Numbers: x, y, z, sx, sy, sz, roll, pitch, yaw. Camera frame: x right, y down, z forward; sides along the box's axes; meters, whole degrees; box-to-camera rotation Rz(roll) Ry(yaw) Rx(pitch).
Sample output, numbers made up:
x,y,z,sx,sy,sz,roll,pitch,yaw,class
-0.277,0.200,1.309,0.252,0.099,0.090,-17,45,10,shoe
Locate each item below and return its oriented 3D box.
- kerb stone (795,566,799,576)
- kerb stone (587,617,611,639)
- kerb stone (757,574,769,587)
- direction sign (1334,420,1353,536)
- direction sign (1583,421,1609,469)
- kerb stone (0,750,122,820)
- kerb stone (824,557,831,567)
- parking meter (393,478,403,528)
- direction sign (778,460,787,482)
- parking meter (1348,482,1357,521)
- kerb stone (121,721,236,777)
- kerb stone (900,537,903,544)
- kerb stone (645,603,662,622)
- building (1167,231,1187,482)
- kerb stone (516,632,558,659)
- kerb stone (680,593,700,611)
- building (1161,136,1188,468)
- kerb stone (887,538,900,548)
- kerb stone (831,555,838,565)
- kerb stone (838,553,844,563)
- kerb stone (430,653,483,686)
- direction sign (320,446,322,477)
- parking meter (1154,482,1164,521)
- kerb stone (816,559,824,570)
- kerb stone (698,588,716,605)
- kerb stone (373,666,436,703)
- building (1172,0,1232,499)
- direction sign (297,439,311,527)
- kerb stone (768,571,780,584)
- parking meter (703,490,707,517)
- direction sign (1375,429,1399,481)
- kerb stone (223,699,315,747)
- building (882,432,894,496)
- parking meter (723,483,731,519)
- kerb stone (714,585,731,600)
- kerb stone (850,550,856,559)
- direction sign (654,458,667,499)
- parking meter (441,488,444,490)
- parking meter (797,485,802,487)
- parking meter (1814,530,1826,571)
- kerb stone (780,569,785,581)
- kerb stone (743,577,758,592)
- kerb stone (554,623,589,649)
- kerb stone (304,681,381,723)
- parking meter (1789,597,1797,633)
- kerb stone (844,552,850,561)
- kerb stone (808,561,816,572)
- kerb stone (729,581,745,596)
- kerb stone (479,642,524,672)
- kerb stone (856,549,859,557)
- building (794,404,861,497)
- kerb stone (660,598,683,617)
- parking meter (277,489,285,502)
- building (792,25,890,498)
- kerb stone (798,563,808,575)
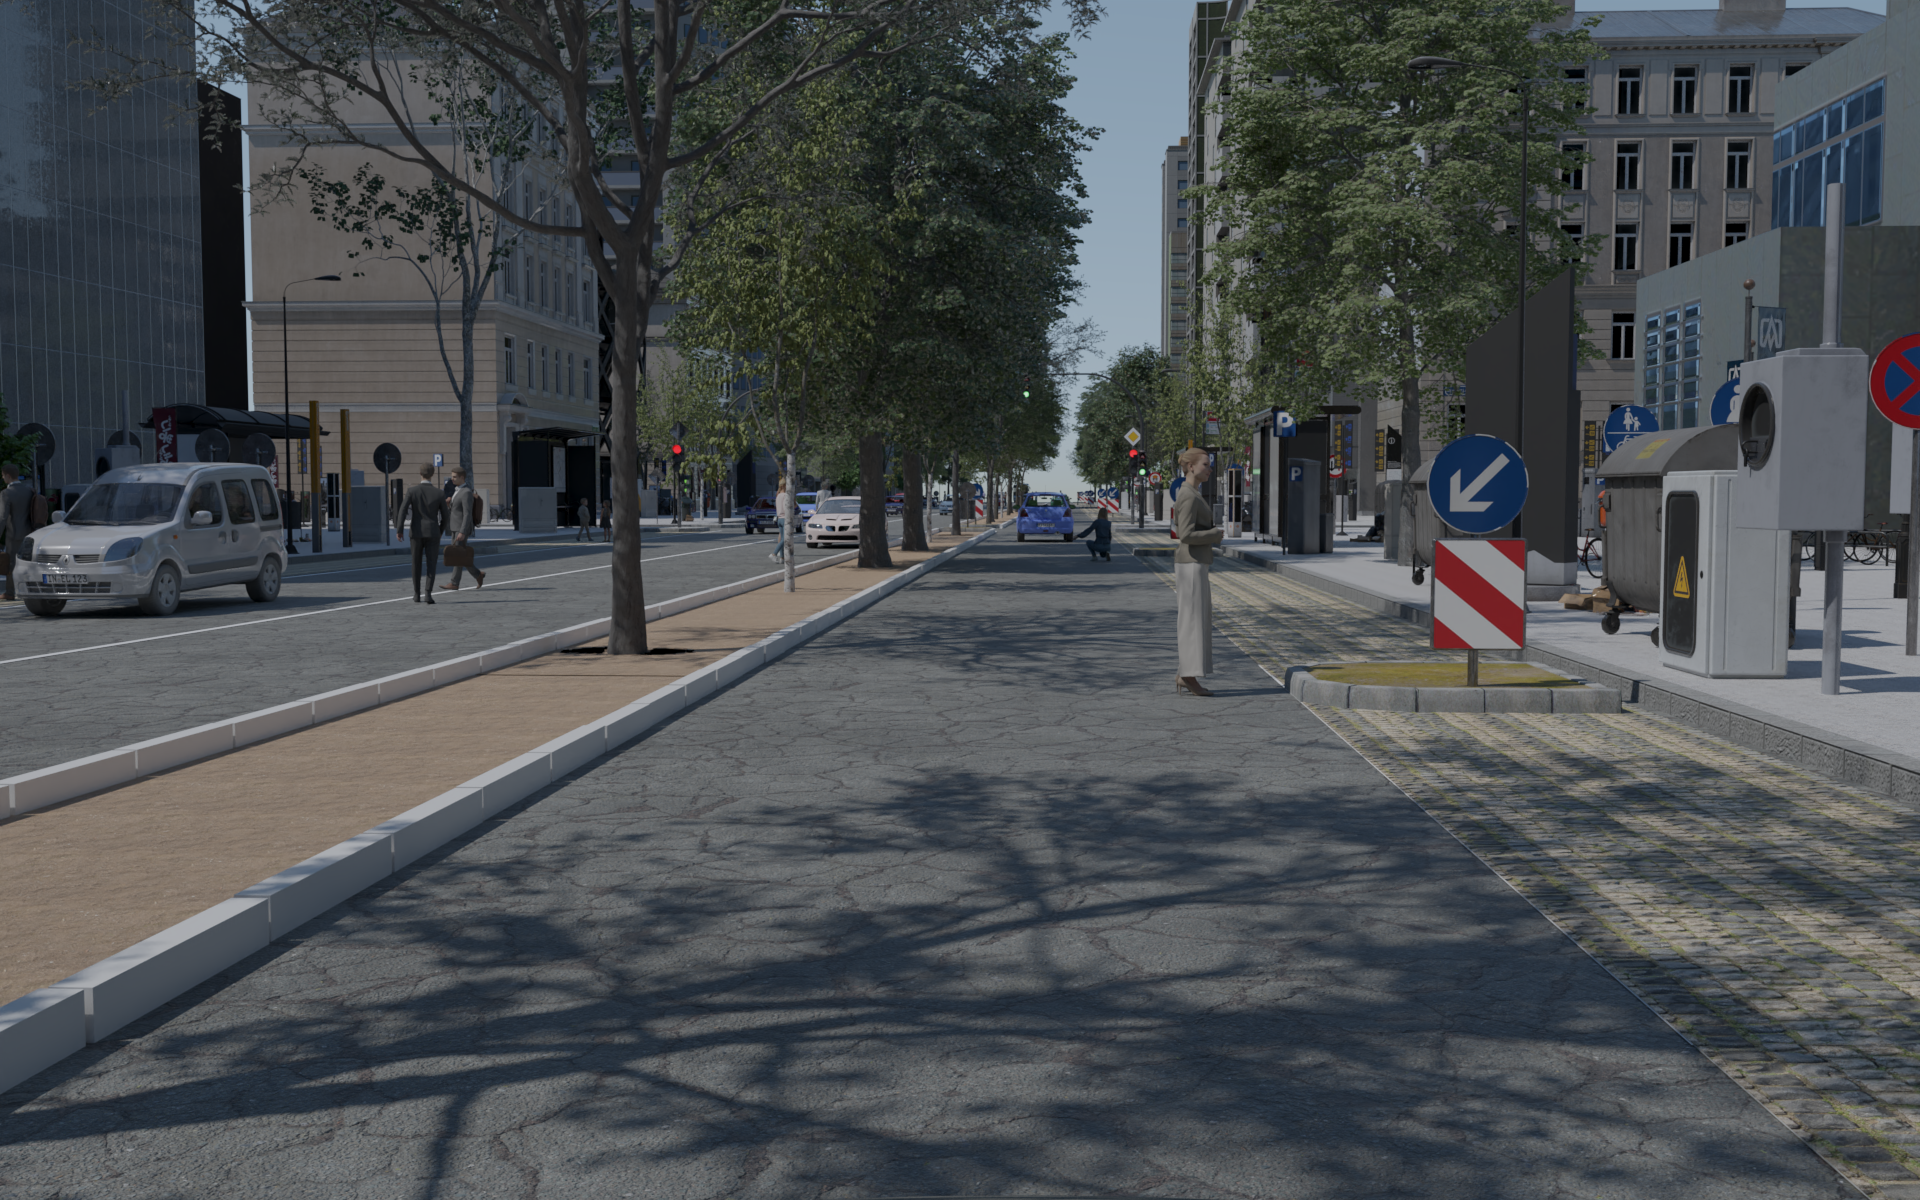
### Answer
x,y,z,sx,sy,sz,roll,pitch,yaw,class
-2.932,-0.455,29.669,0.120,0.150,1.000,0,4,3,kerb stone
-3.663,0.295,17.377,0.120,0.150,1.000,0,4,3,kerb stone
-3.117,-0.269,26.588,0.120,0.150,1.000,0,4,3,kerb stone
11.802,-3.755,53.386,0.379,3.537,0.876,-2,4,-24,direction sign
19.788,-3.774,53.700,0.876,3.537,0.379,1,4,18,direction sign
-4.214,0.858,8.170,0.120,0.150,1.000,0,4,3,kerb stone
-2.687,-0.707,33.761,0.120,0.150,1.000,0,4,3,kerb stone
-21.104,-3.629,65.052,0.255,1.863,0.399,-3,5,-41,parking meter
-11.856,-7.572,115.804,0.379,3.537,0.876,-3,5,-45,direction sign
18.790,-4.719,82.861,0.399,1.863,0.255,-3,5,-40,parking meter
-4.159,0.795,9.198,0.120,0.150,1.000,0,4,3,kerb stone
-1.778,-1.646,49.107,0.120,0.150,1.000,0,4,3,kerb stone
-3.551,0.169,19.426,0.120,0.150,1.000,0,4,3,kerb stone
39.392,-35.861,269.925,14.154,41.232,14.086,0,4,3,building
-3.785,0.420,15.326,0.120,0.150,1.000,0,4,3,kerb stone
-3.417,0.044,21.470,0.120,0.150,1.000,0,4,3,kerb stone
44.256,-45.795,290.746,21.231,58.520,28.212,0,4,3,building
-1.845,-1.584,48.087,0.120,0.150,1.000,0,4,3,kerb stone
-2.631,-0.770,34.791,0.120,0.150,1.000,0,4,3,kerb stone
-2.568,-0.833,35.814,0.120,0.150,1.000,0,4,3,kerb stone
-3.908,0.551,13.284,0.120,0.150,1.000,0,4,3,kerb stone
-30.192,-5.461,81.278,0.876,3.537,0.379,2,4,35,direction sign
9.512,-4.714,82.792,0.255,1.863,0.399,-3,5,-41,parking meter
-2.745,-0.641,32.730,0.120,0.150,1.000,0,4,3,kerb stone
-3.361,-0.018,22.495,0.120,0.150,1.000,0,4,3,kerb stone
-3.968,0.610,12.261,0.120,0.150,1.000,0,4,3,kerb stone
41.758,-49.741,251.524,20.563,71.187,20.611,0,4,3,building
-25.461,-4.593,67.086,0.379,3.537,0.876,-3,5,-42,direction sign
-3.057,-0.331,27.615,0.120,0.150,1.000,0,4,3,kerb stone
-14.487,-5.481,98.022,0.372,1.533,0.369,0,3,0,parking meter
14.894,-4.190,60.496,0.876,3.537,0.379,3,4,37,direction sign
-4.096,0.735,10.218,0.120,0.150,1.000,0,4,3,kerb stone
-18.561,-38.971,287.293,14.600,45.320,14.200,0,4,3,building
-12.232,-5.213,90.940,0.399,1.863,0.255,-3,5,-40,parking meter
-3.299,-0.081,23.515,0.120,0.150,1.000,0,4,3,kerb stone
-2.454,-0.954,37.855,0.120,0.150,1.000,0,4,3,kerb stone
-18.837,-7.150,108.899,0.876,3.537,0.379,-3,5,-40,direction sign
-19.362,-3.476,65.237,0.372,1.533,0.369,0,3,0,parking meter
-10.651,-6.644,114.342,0.255,1.863,0.399,2,4,30,parking meter
14.501,-1.420,28.926,0.399,1.863,0.255,0,4,1,parking meter
-2.993,-0.394,28.636,0.120,0.150,1.000,0,4,3,kerb stone
-3.170,-0.204,25.560,0.120,0.150,1.000,0,4,3,kerb stone
-3.719,0.358,16.346,0.120,0.150,1.000,0,4,3,kerb stone
-4.032,0.670,11.241,0.120,0.150,1.000,0,4,3,kerb stone
7.382,-0.445,15.684,0.372,1.533,0.369,0,3,0,parking meter
-2.504,-0.895,36.834,0.120,0.150,1.000,0,4,3,kerb stone
-2.813,-0.582,31.710,0.120,0.150,1.000,0,4,3,kerb stone
-3.235,-0.140,24.539,0.120,0.150,1.000,0,4,3,kerb stone
-3.842,0.489,14.306,0.120,0.150,1.000,0,4,3,kerb stone
-2.386,-1.021,38.883,0.120,0.150,1.000,0,4,3,kerb stone
-20.127,-29.379,252.039,14.160,30.474,14.107,0,4,3,building
-3.475,0.107,20.446,0.120,0.150,1.000,0,4,3,kerb stone
-32.174,-4.507,82.096,0.372,1.533,0.369,0,3,0,parking meter
-21.571,-50.809,268.984,20.563,71.187,20.611,0,4,3,building
-2.867,-0.519,30.689,0.120,0.150,1.000,0,4,3,kerb stone
